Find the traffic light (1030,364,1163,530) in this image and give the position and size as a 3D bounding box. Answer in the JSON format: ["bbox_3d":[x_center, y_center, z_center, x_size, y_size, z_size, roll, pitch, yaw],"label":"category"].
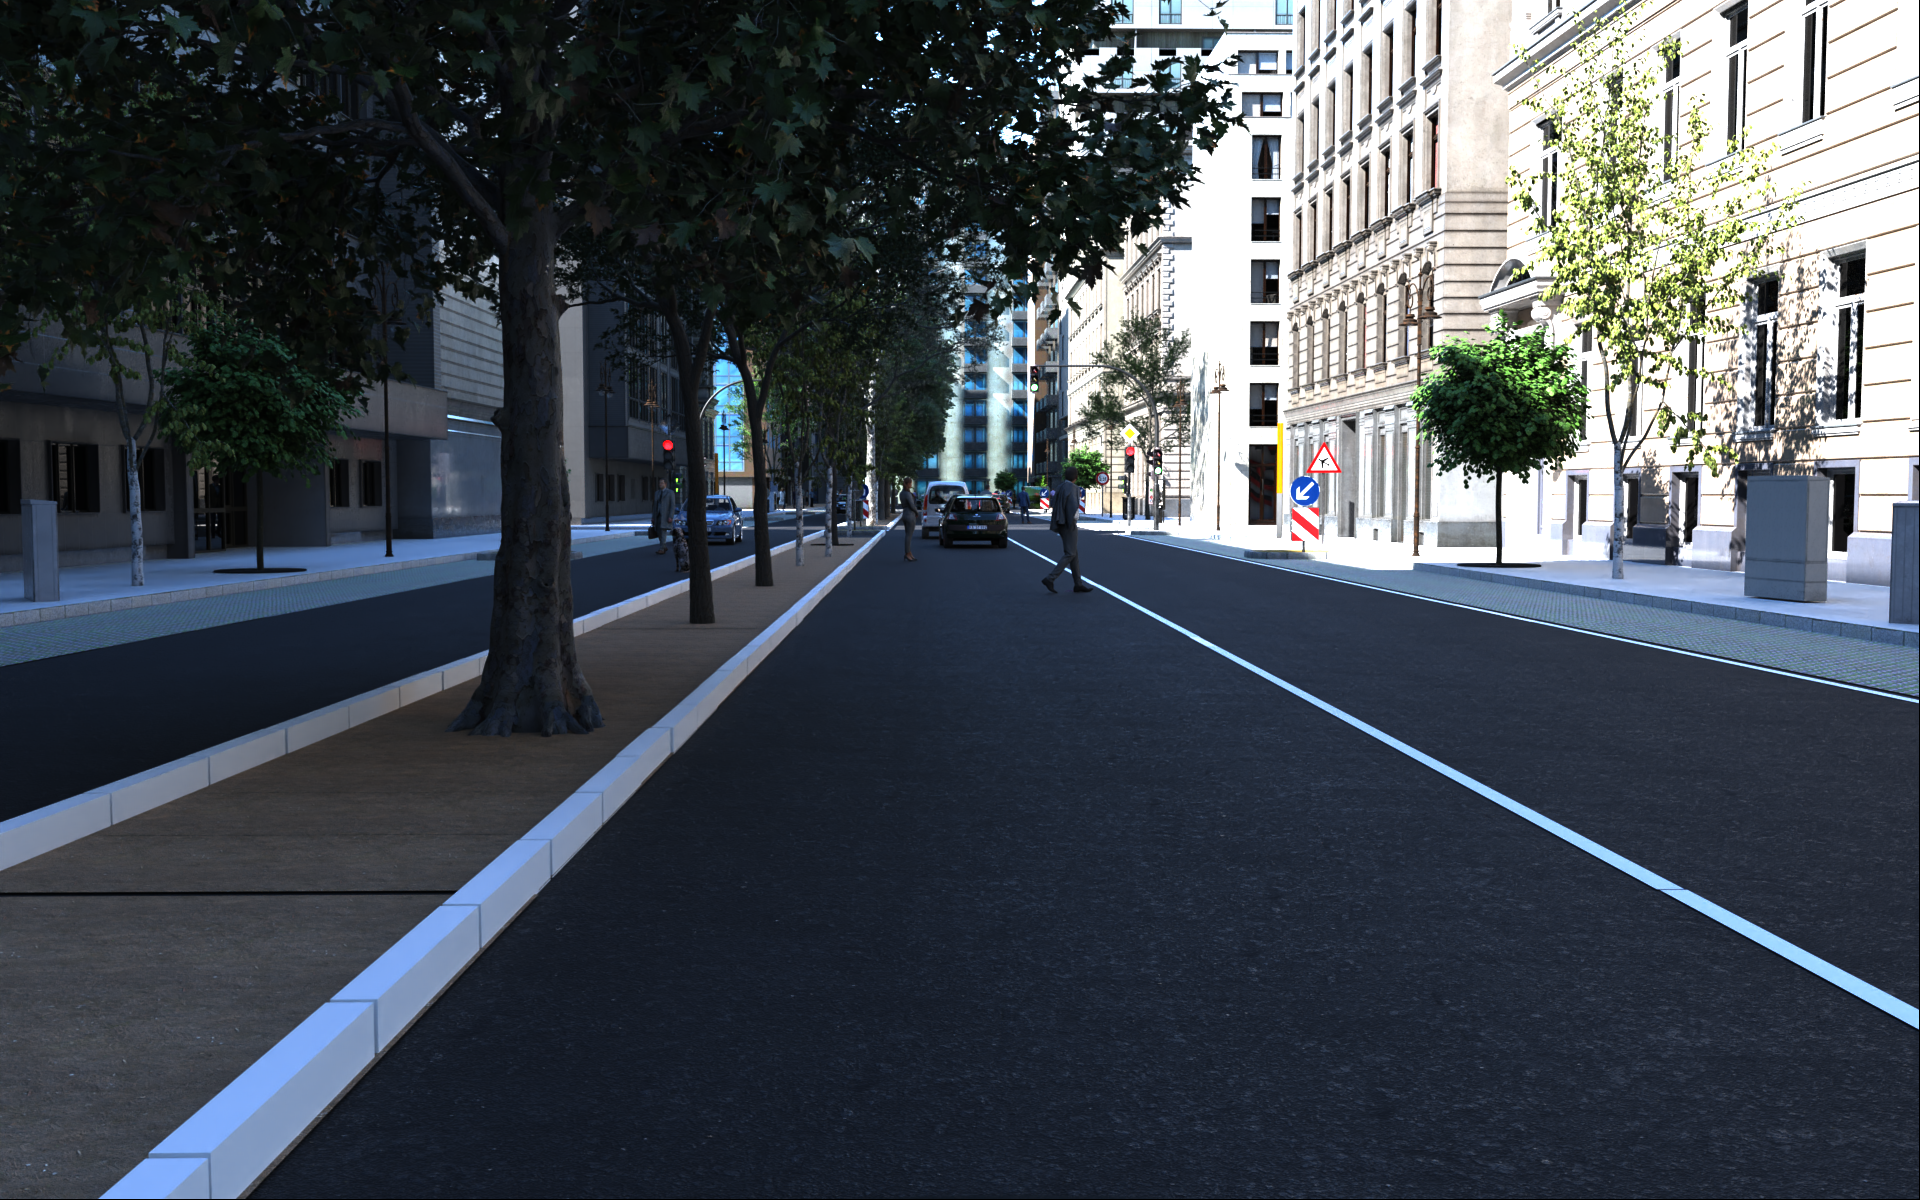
[{"bbox_3d":[4.811,-5.273,60.873,4.771,5.953,1.251,0,4,-1],"label":"traffic light"}]

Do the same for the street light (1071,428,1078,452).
[{"bbox_3d":[7.855,-8.963,119.328,0.468,5.910,1.993,0,4,-1],"label":"street light"}]

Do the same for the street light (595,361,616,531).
[{"bbox_3d":[-12.208,-5.322,59.799,0.468,5.910,1.993,0,4,-1],"label":"street light"}]

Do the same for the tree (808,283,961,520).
[{"bbox_3d":[-4.622,-12.010,105.482,9.857,13.997,8.962,0,3,0],"label":"tree"}]

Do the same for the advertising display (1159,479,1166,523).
[{"bbox_3d":[8.764,-4.327,75.956,0.123,1.923,0.974,-1,4,-16],"label":"advertising display"}]

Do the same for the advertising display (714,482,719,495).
[{"bbox_3d":[-12.676,-5.198,90.193,0.123,1.923,0.974,0,4,0],"label":"advertising display"}]

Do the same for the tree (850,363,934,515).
[{"bbox_3d":[-4.962,-11.935,115.725,7.486,12.596,7.792,0,3,0],"label":"tree"}]

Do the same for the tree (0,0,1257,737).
[{"bbox_3d":[-2.620,-5.561,10.390,9.611,12.733,9.660,0,3,0],"label":"tree"}]

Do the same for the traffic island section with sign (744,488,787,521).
[{"bbox_3d":[-10.545,-5.186,93.413,1.989,1.847,2.006,0,4,-1],"label":"traffic island section with sign"}]

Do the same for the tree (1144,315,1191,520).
[{"bbox_3d":[9.099,-9.293,86.347,7.601,10.594,8.767,-2,4,-27],"label":"tree"}]

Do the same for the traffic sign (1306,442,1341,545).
[{"bbox_3d":[9.123,-2.660,43.488,0.884,2.594,0.081,0,4,1],"label":"traffic sign"}]

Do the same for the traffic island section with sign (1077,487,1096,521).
[{"bbox_3d":[6.274,-5.206,93.750,1.989,1.847,2.006,0,4,-1],"label":"traffic island section with sign"}]

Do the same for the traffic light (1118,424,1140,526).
[{"bbox_3d":[6.736,-4.900,69.041,0.839,4.253,0.868,0,4,-1],"label":"traffic light"}]

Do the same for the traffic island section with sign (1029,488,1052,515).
[{"bbox_3d":[5.725,-6.855,120.699,1.989,1.847,2.006,0,4,-1],"label":"traffic island section with sign"}]

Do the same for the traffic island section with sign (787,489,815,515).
[{"bbox_3d":[-11.102,-6.856,120.725,1.989,1.847,2.006,0,4,-1],"label":"traffic island section with sign"}]

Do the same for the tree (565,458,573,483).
[{"bbox_3d":[-12.800,-3.554,52.712,1.663,3.219,1.824,0,3,0],"label":"tree"}]

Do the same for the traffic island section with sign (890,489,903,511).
[{"bbox_3d":[-5.458,-8.293,143.720,2.006,1.907,1.989,0,4,-1],"label":"traffic island section with sign"}]

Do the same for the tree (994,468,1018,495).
[{"bbox_3d":[5.723,-14.325,217.922,4.285,4.588,4.351,0,3,0],"label":"tree"}]

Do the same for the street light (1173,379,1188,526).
[{"bbox_3d":[8.854,-5.925,69.656,0.468,5.910,1.993,0,4,-1],"label":"street light"}]

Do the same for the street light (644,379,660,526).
[{"bbox_3d":[-12.373,-5.932,69.774,0.468,5.910,1.993,0,4,-1],"label":"street light"}]

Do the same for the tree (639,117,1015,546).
[{"bbox_3d":[-3.502,-8.232,47.419,12.009,13.543,11.850,0,3,0],"label":"tree"}]

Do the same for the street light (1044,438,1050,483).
[{"bbox_3d":[7.257,-10.463,143.863,0.468,5.910,1.993,0,4,-1],"label":"street light"}]

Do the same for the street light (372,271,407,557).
[{"bbox_3d":[-11.696,-3.824,35.312,0.468,5.910,1.993,0,4,-1],"label":"street light"}]

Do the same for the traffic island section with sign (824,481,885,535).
[{"bbox_3d":[-3.755,-3.245,61.191,2.006,1.907,1.989,0,4,-1],"label":"traffic island section with sign"}]

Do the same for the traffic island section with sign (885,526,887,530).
[{"bbox_3d":[-3.898,-3.698,68.597,2.006,1.907,1.989,0,4,-1],"label":"traffic island section with sign"}]

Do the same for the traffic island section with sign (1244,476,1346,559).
[{"bbox_3d":[7.419,-1.836,38.650,1.989,1.847,2.006,0,4,-1],"label":"traffic island section with sign"}]

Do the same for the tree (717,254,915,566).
[{"bbox_3d":[-3.129,-4.954,33.818,4.737,8.622,4.395,0,3,0],"label":"tree"}]

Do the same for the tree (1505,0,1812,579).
[{"bbox_3d":[9.988,-4.613,25.783,4.737,8.622,4.395,0,3,0],"label":"tree"}]

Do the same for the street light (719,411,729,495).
[{"bbox_3d":[-12.895,-7.458,94.732,0.468,5.910,1.993,0,4,-1],"label":"street light"}]

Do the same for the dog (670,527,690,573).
[{"bbox_3d":[-5.120,-0.923,31.921,0.513,0.831,0.800,0,4,-4],"label":"dog"}]

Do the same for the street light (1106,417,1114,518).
[{"bbox_3d":[8.244,-7.439,94.409,0.468,5.910,1.993,0,4,-1],"label":"street light"}]

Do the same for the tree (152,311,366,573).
[{"bbox_3d":[-11.520,-2.738,28.476,4.285,4.588,4.351,0,3,0],"label":"tree"}]

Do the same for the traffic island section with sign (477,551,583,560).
[{"bbox_3d":[-9.398,-1.802,38.087,1.989,1.847,2.006,0,4,-1],"label":"traffic island section with sign"}]

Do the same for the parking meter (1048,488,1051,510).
[{"bbox_3d":[7.045,-8.141,138.813,0.399,1.863,0.255,1,4,9],"label":"parking meter"}]

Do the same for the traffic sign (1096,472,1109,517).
[{"bbox_3d":[8.116,-6.027,98.648,0.768,2.556,0.104,0,4,1],"label":"traffic sign"}]

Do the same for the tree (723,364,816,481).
[{"bbox_3d":[-14.802,-12.889,136.498,9.928,11.665,9.643,0,3,0],"label":"tree"}]

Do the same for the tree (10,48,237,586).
[{"bbox_3d":[-11.495,-4.487,23.728,4.737,8.622,4.395,0,3,0],"label":"tree"}]

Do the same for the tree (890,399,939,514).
[{"bbox_3d":[-4.780,-12.094,125.950,9.928,11.665,9.643,0,3,0],"label":"tree"}]

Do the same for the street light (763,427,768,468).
[{"bbox_3d":[-13.423,-8.956,119.219,0.468,5.910,1.993,0,4,-1],"label":"street light"}]

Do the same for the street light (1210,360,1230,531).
[{"bbox_3d":[8.981,-5.337,60.054,0.468,5.910,1.993,0,4,-1],"label":"street light"}]

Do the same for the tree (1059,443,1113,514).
[{"bbox_3d":[8.000,-7.755,110.510,4.285,4.588,4.351,0,3,0],"label":"tree"}]

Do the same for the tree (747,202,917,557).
[{"bbox_3d":[-3.003,-5.290,39.308,4.360,8.622,3.978,0,3,0],"label":"tree"}]

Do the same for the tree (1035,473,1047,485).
[{"bbox_3d":[7.595,-9.985,157.862,1.663,3.219,1.824,0,3,0],"label":"tree"}]

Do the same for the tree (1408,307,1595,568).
[{"bbox_3d":[9.617,-2.878,30.774,4.285,4.588,4.351,0,3,0],"label":"tree"}]

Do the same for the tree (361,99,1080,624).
[{"bbox_3d":[-2.829,-5.032,19.142,8.767,10.594,7.601,0,4,-1],"label":"tree"}]

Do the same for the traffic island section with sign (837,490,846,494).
[{"bbox_3d":[-12.699,-11.557,197.581,1.989,1.847,2.006,0,4,-1],"label":"traffic island section with sign"}]

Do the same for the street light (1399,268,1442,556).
[{"bbox_3d":[9.411,-3.840,35.566,0.468,5.910,1.993,0,4,-1],"label":"street light"}]

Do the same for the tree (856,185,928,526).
[{"bbox_3d":[-4.984,-13.147,73.303,12.611,20.169,13.585,0,3,0],"label":"tree"}]

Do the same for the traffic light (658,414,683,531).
[{"bbox_3d":[-10.157,-4.390,60.691,0.839,4.253,0.868,0,4,-1],"label":"traffic light"}]

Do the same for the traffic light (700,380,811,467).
[{"bbox_3d":[-8.232,-5.754,68.753,4.771,5.953,1.251,0,4,-1],"label":"traffic light"}]

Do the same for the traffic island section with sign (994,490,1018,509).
[{"bbox_3d":[4.678,-9.945,171.232,1.989,1.847,2.006,0,4,-1],"label":"traffic island section with sign"}]
